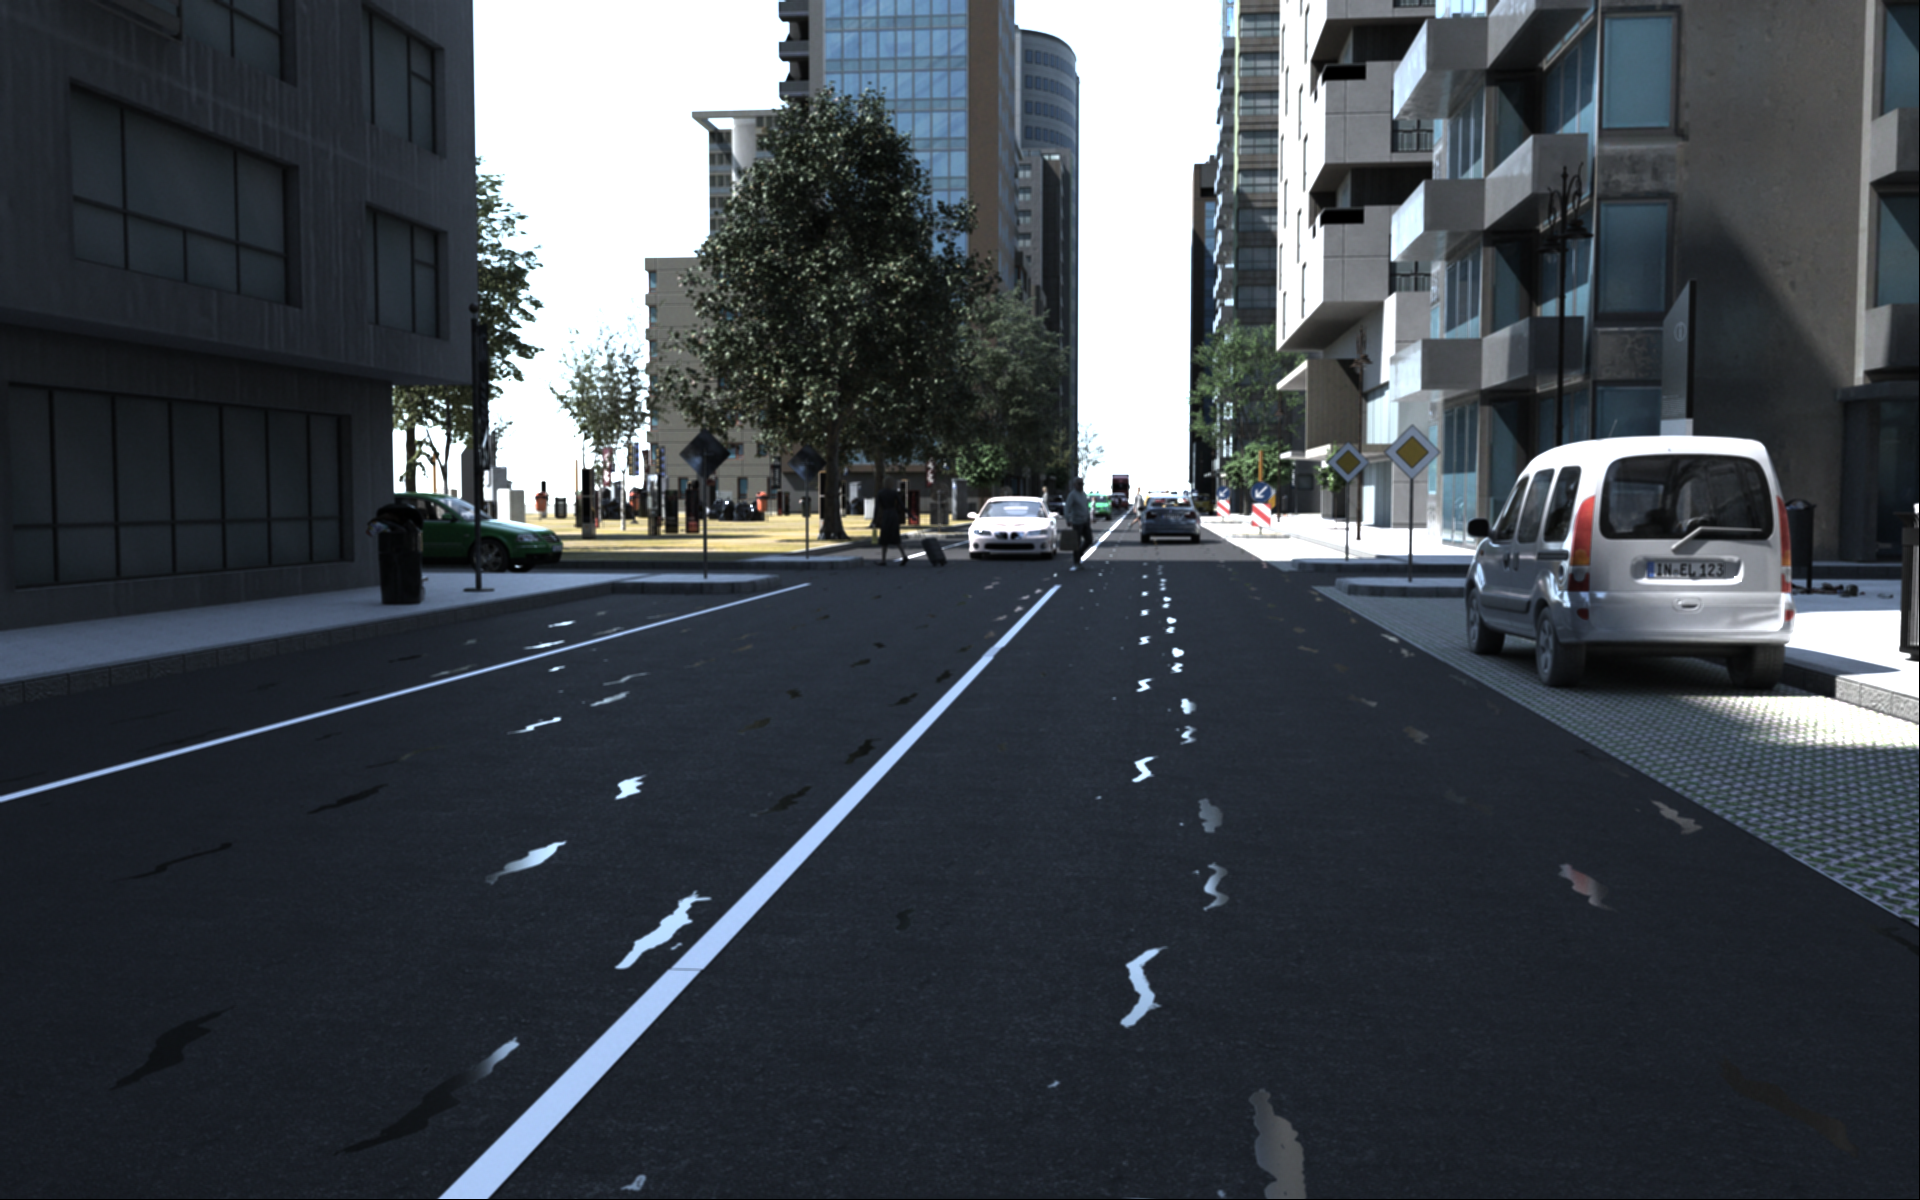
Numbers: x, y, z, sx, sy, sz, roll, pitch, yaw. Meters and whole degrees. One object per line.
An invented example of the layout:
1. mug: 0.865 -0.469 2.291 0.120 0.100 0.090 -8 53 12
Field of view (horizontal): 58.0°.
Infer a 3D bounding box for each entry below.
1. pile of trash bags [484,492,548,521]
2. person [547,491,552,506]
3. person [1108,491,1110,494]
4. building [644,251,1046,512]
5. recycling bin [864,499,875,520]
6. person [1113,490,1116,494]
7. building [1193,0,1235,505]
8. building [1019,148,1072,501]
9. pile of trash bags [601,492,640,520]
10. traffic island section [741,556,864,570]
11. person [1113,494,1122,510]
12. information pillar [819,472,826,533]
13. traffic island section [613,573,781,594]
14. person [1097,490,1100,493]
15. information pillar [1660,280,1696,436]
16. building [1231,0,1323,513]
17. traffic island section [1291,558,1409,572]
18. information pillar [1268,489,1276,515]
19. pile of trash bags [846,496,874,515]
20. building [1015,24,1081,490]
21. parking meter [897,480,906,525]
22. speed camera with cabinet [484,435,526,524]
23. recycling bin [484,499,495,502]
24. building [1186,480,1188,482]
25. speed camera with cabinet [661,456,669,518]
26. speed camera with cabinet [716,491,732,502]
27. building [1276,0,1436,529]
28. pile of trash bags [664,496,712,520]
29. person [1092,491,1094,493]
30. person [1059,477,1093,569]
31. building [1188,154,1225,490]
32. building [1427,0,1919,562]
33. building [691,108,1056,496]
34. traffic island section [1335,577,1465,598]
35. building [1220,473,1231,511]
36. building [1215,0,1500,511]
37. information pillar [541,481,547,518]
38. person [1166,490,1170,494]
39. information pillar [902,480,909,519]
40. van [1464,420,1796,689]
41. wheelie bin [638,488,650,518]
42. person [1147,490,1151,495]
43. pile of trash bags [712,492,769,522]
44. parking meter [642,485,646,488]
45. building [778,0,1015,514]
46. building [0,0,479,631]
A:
1. pile of trash bags: -21.478 -4.468 82.811 3.447 1.369 1.912 -1 4 -23
2. person: -46.600 -11.392 195.577 1.217 1.723 0.721 1 4 13
3. person: 16.622 -11.235 192.894 1.217 1.736 0.721 3 4 38
4. building: -7.722 -18.003 139.385 27.650 21.520 28.899 0 4 6
5. recycling bin: -4.373 -4.553 86.987 0.722 1.027 0.722 1 4 11
6. person: 18.422 -12.176 207.212 1.348 1.869 0.705 2 4 29
7. building: 39.382 -54.495 203.661 22.319 86.520 31.000 0 4 6
8. building: 5.561 -31.555 199.525 14.154 41.232 14.086 0 4 6
9. pile of trash bags: -17.210 -4.741 87.263 1.912 1.369 3.447 1 4 23
10. traffic island section: -3.046 -0.737 34.325 2.009 0.180 2.903 0 4 6
11. person: 13.944 -8.640 152.959 0.628 1.438 0.799 1 4 22
12. information pillar: -4.432 -3.193 56.694 0.304 2.012 0.304 1 4 10
13. traffic island section: -3.899 -0.251 26.385 2.009 0.180 2.903 0 4 6
14. person: 13.865 -10.119 173.941 0.705 1.824 1.348 -2 4 -23
15. information pillar: 7.954 -1.704 19.219 0.183 3.616 0.504 -1 4 -12
16. building: 26.023 -26.708 120.268 14.154 41.232 14.086 0 4 6
17. traffic island section: 7.435 -0.668 33.199 2.009 0.180 2.903 0 4 6
18. information pillar: 18.975 -6.981 105.487 0.504 3.616 0.183 0 4 -8
19. pile of trash bags: -5.567 -5.904 106.282 3.447 1.369 1.912 -2 4 -29
20. building: 4.114 -41.491 220.382 21.231 58.520 28.212 0 4 6
21. parking meter: -2.462 -4.112 72.941 0.255 1.863 0.399 -2 4 -28
22. speed camera with cabinet: -15.053 -3.848 57.256 0.660 3.252 2.038 -3 4 -38
23. recycling bin: -26.851 -5.274 98.787 0.722 1.027 0.722 -3 5 -42
24. building: 44.815 -38.515 249.324 23.786 49.044 30.456 0 4 6
25. speed camera with cabinet: -15.302 -5.835 89.742 0.660 3.252 2.038 0 4 1
26. speed camera with cabinet: -14.167 -6.483 100.336 2.038 3.252 0.660 -3 5 -44
27. building: 28.347 -29.679 74.484 28.713 52.752 27.495 0 4 6
28. pile of trash bags: -13.358 -4.757 87.524 3.447 1.369 1.912 1 4 15
29. person: 12.401 -9.451 163.472 0.683 1.767 0.568 0 4 -7
30. person: 2.204 -1.483 33.233 0.515 1.767 0.782 3 5 42
31. building: 37.329 -35.334 227.825 14.600 45.320 14.200 0 4 6
32. building: 25.850 -25.722 40.163 30.456 49.044 23.786 0 4 6
33. building: -7.096 -29.005 166.114 32.217 40.220 23.993 0 4 6
34. traffic island section: 6.582 -0.182 25.259 2.009 0.180 2.903 0 4 6
35. building: 37.462 -27.297 138.187 32.217 40.220 23.993 0 4 6
36. building: 35.884 -33.418 166.000 23.786 49.044 30.456 0 4 6
37. information pillar: -22.598 -5.477 94.040 0.304 2.012 0.304 -1 4 -13
38. person: 13.238 -6.224 111.079 0.721 1.723 1.217 -3 4 -38
39. information pillar: -2.819 -5.205 89.592 0.304 2.012 0.304 2 4 25
40. van: 5.269 -0.432 14.082 2.013 2.044 4.112 0 4 5
41. wheelie bin: -17.042 -5.250 93.742 0.980 1.594 0.693 -1 4 -20
42. person: 15.482 -8.178 142.992 0.721 1.735 1.217 -1 4 -14
43. pile of trash bags: -9.912 -4.378 81.333 1.912 1.369 3.447 -2 4 -34
44. parking meter: -20.252 -6.469 111.471 0.255 1.863 0.399 1 4 9
45. building: -3.727 -28.521 116.428 14.600 45.320 14.200 0 4 6
46. building: -14.332 -20.635 20.970 14.086 41.232 14.154 0 4 6
